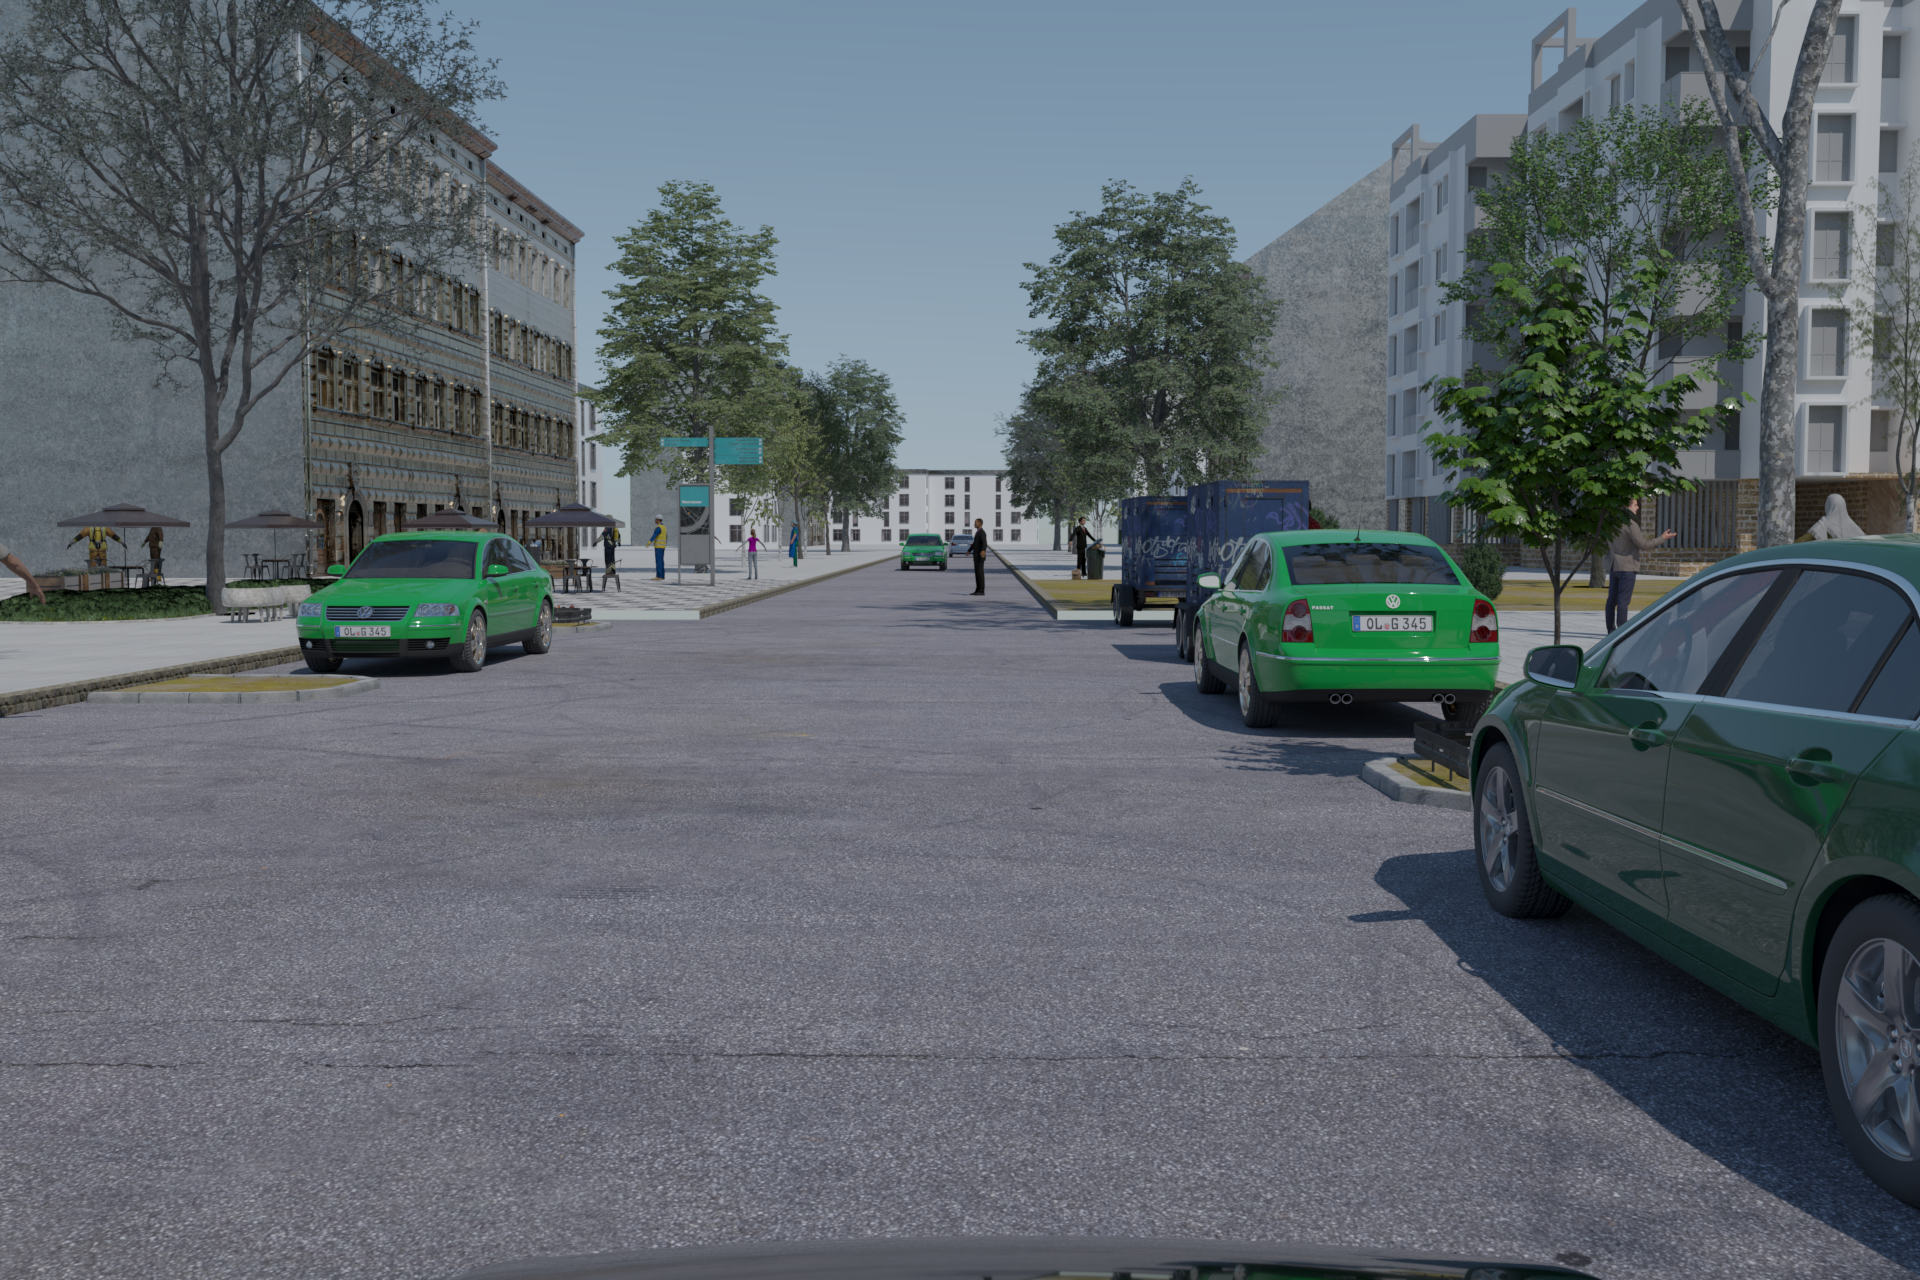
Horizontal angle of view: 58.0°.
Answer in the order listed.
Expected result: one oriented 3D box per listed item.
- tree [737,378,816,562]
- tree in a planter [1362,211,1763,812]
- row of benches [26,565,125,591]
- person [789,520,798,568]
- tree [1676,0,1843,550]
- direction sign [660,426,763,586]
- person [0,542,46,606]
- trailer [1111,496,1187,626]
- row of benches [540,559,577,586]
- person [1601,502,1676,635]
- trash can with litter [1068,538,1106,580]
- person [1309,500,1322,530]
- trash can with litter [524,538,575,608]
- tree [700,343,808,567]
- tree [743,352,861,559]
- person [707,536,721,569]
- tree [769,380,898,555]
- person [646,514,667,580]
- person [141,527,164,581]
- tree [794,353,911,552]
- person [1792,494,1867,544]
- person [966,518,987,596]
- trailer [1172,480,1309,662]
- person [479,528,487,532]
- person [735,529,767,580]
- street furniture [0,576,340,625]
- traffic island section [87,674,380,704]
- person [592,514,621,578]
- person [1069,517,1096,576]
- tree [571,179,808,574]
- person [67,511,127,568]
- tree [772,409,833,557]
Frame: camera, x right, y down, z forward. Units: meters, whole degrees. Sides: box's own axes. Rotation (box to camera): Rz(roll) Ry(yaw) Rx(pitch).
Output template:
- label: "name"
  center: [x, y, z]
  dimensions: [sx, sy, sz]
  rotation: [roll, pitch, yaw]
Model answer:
- label: "tree"
  center: [-8.546, -7.984, 80.896]
  dimensions: [4.737, 8.622, 4.395]
  rotation: [0, 3, 0]
- label: "tree in a planter"
  center: [3.343, -0.760, 9.648]
  dimensions: [1.991, 3.239, 1.994]
  rotation: [0, 4, 0]
- label: "row of benches"
  center: [-16.389, -1.027, 32.252]
  dimensions: [1.422, 0.672, 4.104]
  rotation: [-1, 4, -12]
- label: "person"
  center: [-6.376, -3.684, 66.366]
  dimensions: [0.704, 1.817, 1.347]
  rotation: [0, 4, -5]
- label: "tree"
  center: [9.416, -10.091, 20.871]
  dimensions: [12.611, 20.169, 13.585]
  rotation: [0, 3, 0]
- label: "direction sign"
  center: [-6.121, -3.340, 43.370]
  dimensions: [2.525, 3.948, 1.411]
  rotation: [0, 4, 1]
- label: "person"
  center: [-7.221, -0.250, 12.400]
  dimensions: [0.705, 1.847, 1.347]
  rotation: [3, 5, 40]
- label: "trailer"
  center: [3.158, -1.274, 27.877]
  dimensions: [1.471, 1.999, 3.904]
  rotation: [0, 4, -1]
- label: "row of benches"
  center: [-11.303, -1.646, 42.371]
  dimensions: [4.104, 0.672, 1.422]
  rotation: [-1, 4, -17]
- label: "person"
  center: [8.211, -0.883, 21.003]
  dimensions: [0.750, 1.759, 0.617]
  rotation: [0, 4, 1]
- label: "trash can with litter"
  center: [3.558, -2.275, 48.590]
  dimensions: [1.055, 1.170, 0.624]
  rotation: [0, 4, -1]
- label: "person"
  center: [4.934, -1.157, 25.033]
  dimensions: [0.704, 1.816, 1.345]
  rotation: [-2, 4, -27]
- label: "trash can with litter"
  center: [-6.990, -1.108, 29.172]
  dimensions: [1.678, 1.210, 2.233]
  rotation: [0, 4, 1]
- label: "tree"
  center: [-8.170, -7.090, 66.283]
  dimensions: [4.737, 8.622, 4.395]
  rotation: [0, 3, 0]
- label: "tree"
  center: [-8.462, -9.398, 88.067]
  dimensions: [7.601, 10.594, 8.767]
  rotation: [0, 4, 6]
- label: "person"
  center: [-9.372, -3.483, 63.083]
  dimensions: [1.345, 1.843, 0.704]
  rotation: [-1, 4, -21]
- label: "tree"
  center: [-7.962, -10.390, 104.293]
  dimensions: [8.767, 10.594, 7.601]
  rotation: [-1, 4, -12]
- label: "person"
  center: [-8.405, -2.587, 48.273]
  dimensions: [0.705, 1.833, 1.349]
  rotation: [1, 4, 12]
- label: "person"
  center: [-21.741, -2.482, 46.723]
  dimensions: [0.704, 1.812, 1.346]
  rotation: [-3, 5, -45]
- label: "tree"
  center: [-8.144, -13.271, 123.638]
  dimensions: [9.857, 13.997, 8.962]
  rotation: [0, 3, 0]
- label: "person"
  center: [9.917, -0.796, 19.786]
  dimensions: [1.217, 1.736, 0.721]
  rotation: [0, 4, -4]
- label: "person"
  center: [0.420, -1.939, 40.384]
  dimensions: [0.704, 1.802, 1.346]
  rotation: [-1, 4, -16]
- label: "trailer"
  center: [3.231, -0.813, 20.342]
  dimensions: [1.471, 1.999, 3.904]
  rotation: [0, 4, 0]
- label: "person"
  center: [-15.675, -3.091, 57.340]
  dimensions: [0.721, 1.733, 1.217]
  rotation: [1, 4, 15]
- label: "person"
  center: [-5.881, -2.424, 48.901]
  dimensions: [0.991, 1.433, 0.599]
  rotation: [-2, 4, -34]
- label: "street furniture"
  center: [-11.625, -0.837, 29.313]
  dimensions: [5.734, 0.657, 10.072]
  rotation: [1, 4, 10]
- label: "traffic island section"
  center: [-6.388, 0.443, 15.627]
  dimensions: [1.991, 0.108, 1.994]
  rotation: [0, 4, 1]
- label: "person"
  center: [-10.239, -2.736, 50.505]
  dimensions: [0.705, 1.856, 1.354]
  rotation: [1, 4, 23]
- label: "person"
  center: [3.727, -2.842, 52.651]
  dimensions: [1.347, 1.806, 0.705]
  rotation: [-3, 5, -45]
- label: "tree"
  center: [-8.776, -8.459, 56.429]
  dimensions: [7.486, 12.596, 7.792]
  rotation: [0, 3, 0]
- label: "person"
  center: [-21.367, -2.272, 42.908]
  dimensions: [1.354, 1.858, 0.705]
  rotation: [-2, 4, -30]
- label: "tree"
  center: [-8.717, -8.952, 96.734]
  dimensions: [4.737, 8.622, 4.395]
  rotation: [0, 3, 0]
